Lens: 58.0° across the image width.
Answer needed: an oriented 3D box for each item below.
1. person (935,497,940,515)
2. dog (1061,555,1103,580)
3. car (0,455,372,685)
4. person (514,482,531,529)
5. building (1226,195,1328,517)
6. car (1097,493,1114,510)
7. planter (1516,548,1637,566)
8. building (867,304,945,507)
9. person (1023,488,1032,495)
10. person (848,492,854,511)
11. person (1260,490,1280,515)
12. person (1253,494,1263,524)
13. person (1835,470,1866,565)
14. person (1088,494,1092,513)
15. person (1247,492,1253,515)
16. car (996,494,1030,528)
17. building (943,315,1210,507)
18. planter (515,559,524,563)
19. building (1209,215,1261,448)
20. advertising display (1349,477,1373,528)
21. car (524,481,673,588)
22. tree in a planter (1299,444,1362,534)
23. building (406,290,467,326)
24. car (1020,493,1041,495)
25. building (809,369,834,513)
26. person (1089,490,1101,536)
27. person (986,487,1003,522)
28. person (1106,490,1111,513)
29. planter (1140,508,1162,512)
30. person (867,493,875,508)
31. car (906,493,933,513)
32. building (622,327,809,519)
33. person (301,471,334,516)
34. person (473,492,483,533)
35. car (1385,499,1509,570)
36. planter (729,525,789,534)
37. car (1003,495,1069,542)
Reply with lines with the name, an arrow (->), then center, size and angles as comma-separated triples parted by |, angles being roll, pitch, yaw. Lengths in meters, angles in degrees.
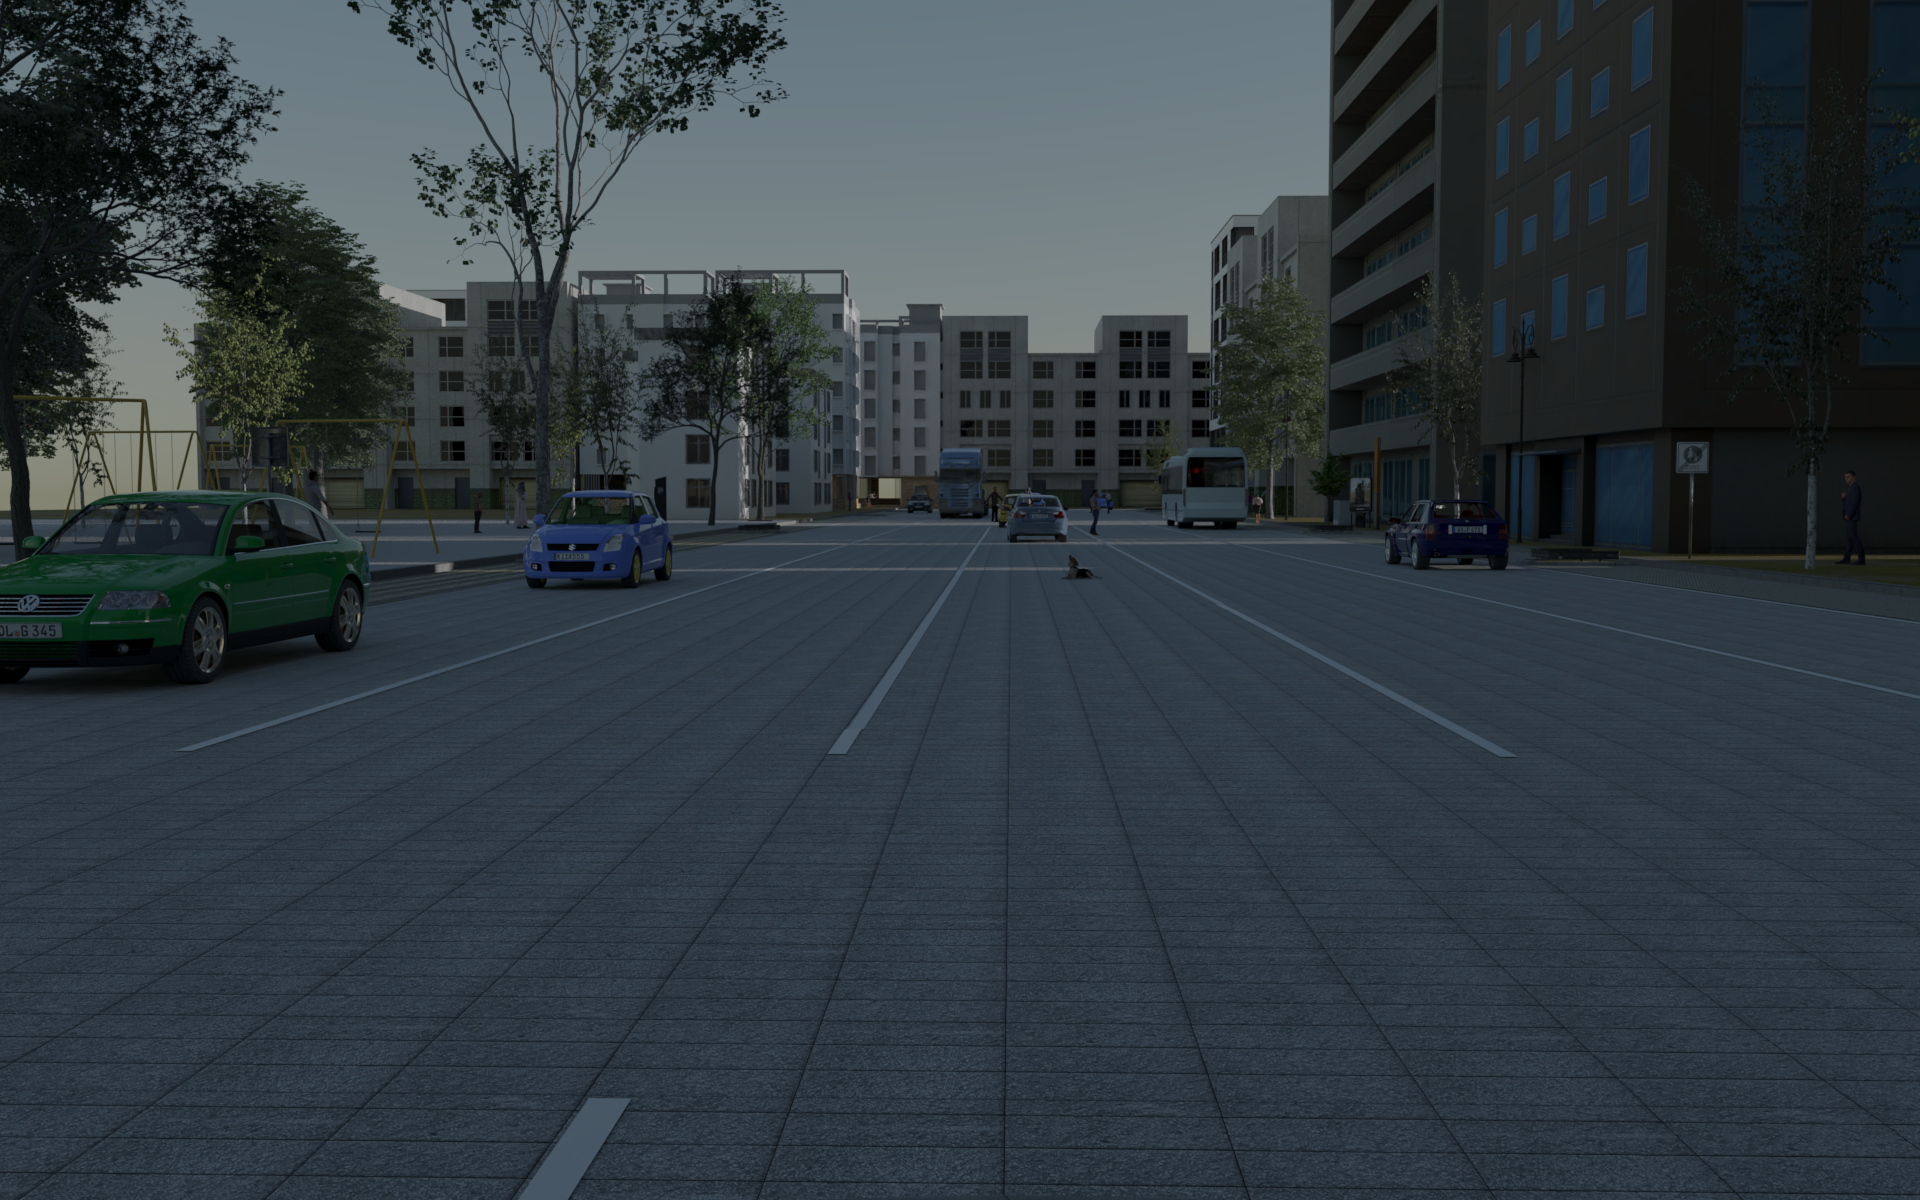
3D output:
person -> -1.247, -6.886, 121.087 | 0.705, 1.824, 1.348 | 3, 5, 41
dog -> 2.073, -0.554, 29.248 | 0.748, 0.427, 0.550 | 0, 4, 1
car -> -6.490, -0.347, 14.462 | 1.959, 1.807, 4.718 | 0, 4, 2
person -> -16.151, -3.495, 63.853 | 0.621, 1.740, 0.551 | -1, 4, -15
building -> 27.431, -14.963, 111.108 | 16.747, 18.905, 31.486 | 0, 4, 2
car -> 12.954, -9.000, 156.742 | 1.945, 1.707, 3.694 | 0, 4, 3
planter -> 12.448, -0.864, 35.274 | 1.991, 0.319, 1.994 | 0, 4, 2
building -> -7.177, -19.721, 178.850 | 11.380, 20.091, 16.016 | 0, 4, 2
person -> 3.253, -4.525, 83.156 | 0.551, 1.740, 0.621 | 0, 4, -2
person -> -8.086, -7.270, 128.128 | 0.599, 1.433, 0.991 | -2, 4, -28
person -> 16.900, -5.427, 94.753 | 1.348, 1.826, 0.705 | -2, 4, -28
person -> 14.080, -4.316, 82.259 | 0.628, 1.438, 0.799 | -1, 4, -15
person -> 16.135, -1.491, 31.346 | 0.530, 1.710, 0.541 | 2, 4, 32
person -> 9.966, -7.354, 131.995 | 0.557, 1.426, 1.065 | -1, 4, -12
person -> 17.880, -5.967, 106.823 | 0.991, 1.433, 0.599 | -3, 4, -37
car -> 2.573, -3.986, 75.402 | 2.015, 1.641, 3.980 | 0, 4, 3
building -> 14.293, -19.166, 179.818 | 31.486, 18.905, 16.747 | 0, 4, 2
planter -> -8.128, -0.940, 36.508 | 1.991, 0.319, 1.994 | 0, 4, 2
building -> 34.334, -18.282, 142.878 | 27.936, 21.610, 32.646 | 0, 4, 2
advertising display -> 15.251, -3.711, 65.896 | 0.123, 1.923, 0.974 | -3, 5, -41
car -> -5.703, -1.095, 27.490 | 1.945, 1.707, 3.694 | 0, 4, 2
tree in a planter -> 13.252, -3.969, 62.116 | 1.991, 3.239, 1.994 | 0, 4, 2
building -> -57.024, -21.005, 187.407 | 32.646, 21.610, 27.936 | 0, 4, 2
car -> 3.630, -4.899, 89.691 | 1.945, 1.707, 3.694 | 0, 4, 3
building -> -13.969, -11.473, 129.725 | 9.099, 9.664, 28.070 | 0, 4, 2
person -> 4.706, -3.030, 59.994 | 0.435, 1.587, 0.963 | 0, 4, 1
person -> 1.810, -4.897, 88.704 | 1.348, 1.807, 0.705 | -3, 4, -39
person -> 10.885, -7.240, 127.811 | 0.436, 1.711, 0.756 | 3, 5, 41
planter -> 15.588, -7.277, 140.111 | 1.991, 0.319, 1.994 | 0, 4, 2
person -> -8.115, -9.094, 157.917 | 0.799, 1.438, 0.628 | -3, 5, -45
car -> -2.990, -7.372, 130.321 | 2.009, 1.686, 4.222 | 0, 4, 2
building -> -15.187, -9.744, 101.469 | 9.099, 9.664, 28.070 | 0, 4, 2
person -> -14.516, -2.017, 39.167 | 0.875, 1.805, 0.789 | 3, 5, 39
person -> -15.871, -2.878, 57.013 | 0.435, 1.345, 0.340 | 1, 4, 21
car -> 9.518, -1.316, 34.090 | 1.945, 1.354, 3.894 | 0, 4, 2
planter -> -7.309, -2.587, 63.440 | 1.991, 0.319, 1.994 | 0, 4, 2
car -> 2.325, -2.487, 52.669 | 2.014, 1.417, 4.499 | 0, 4, 0
